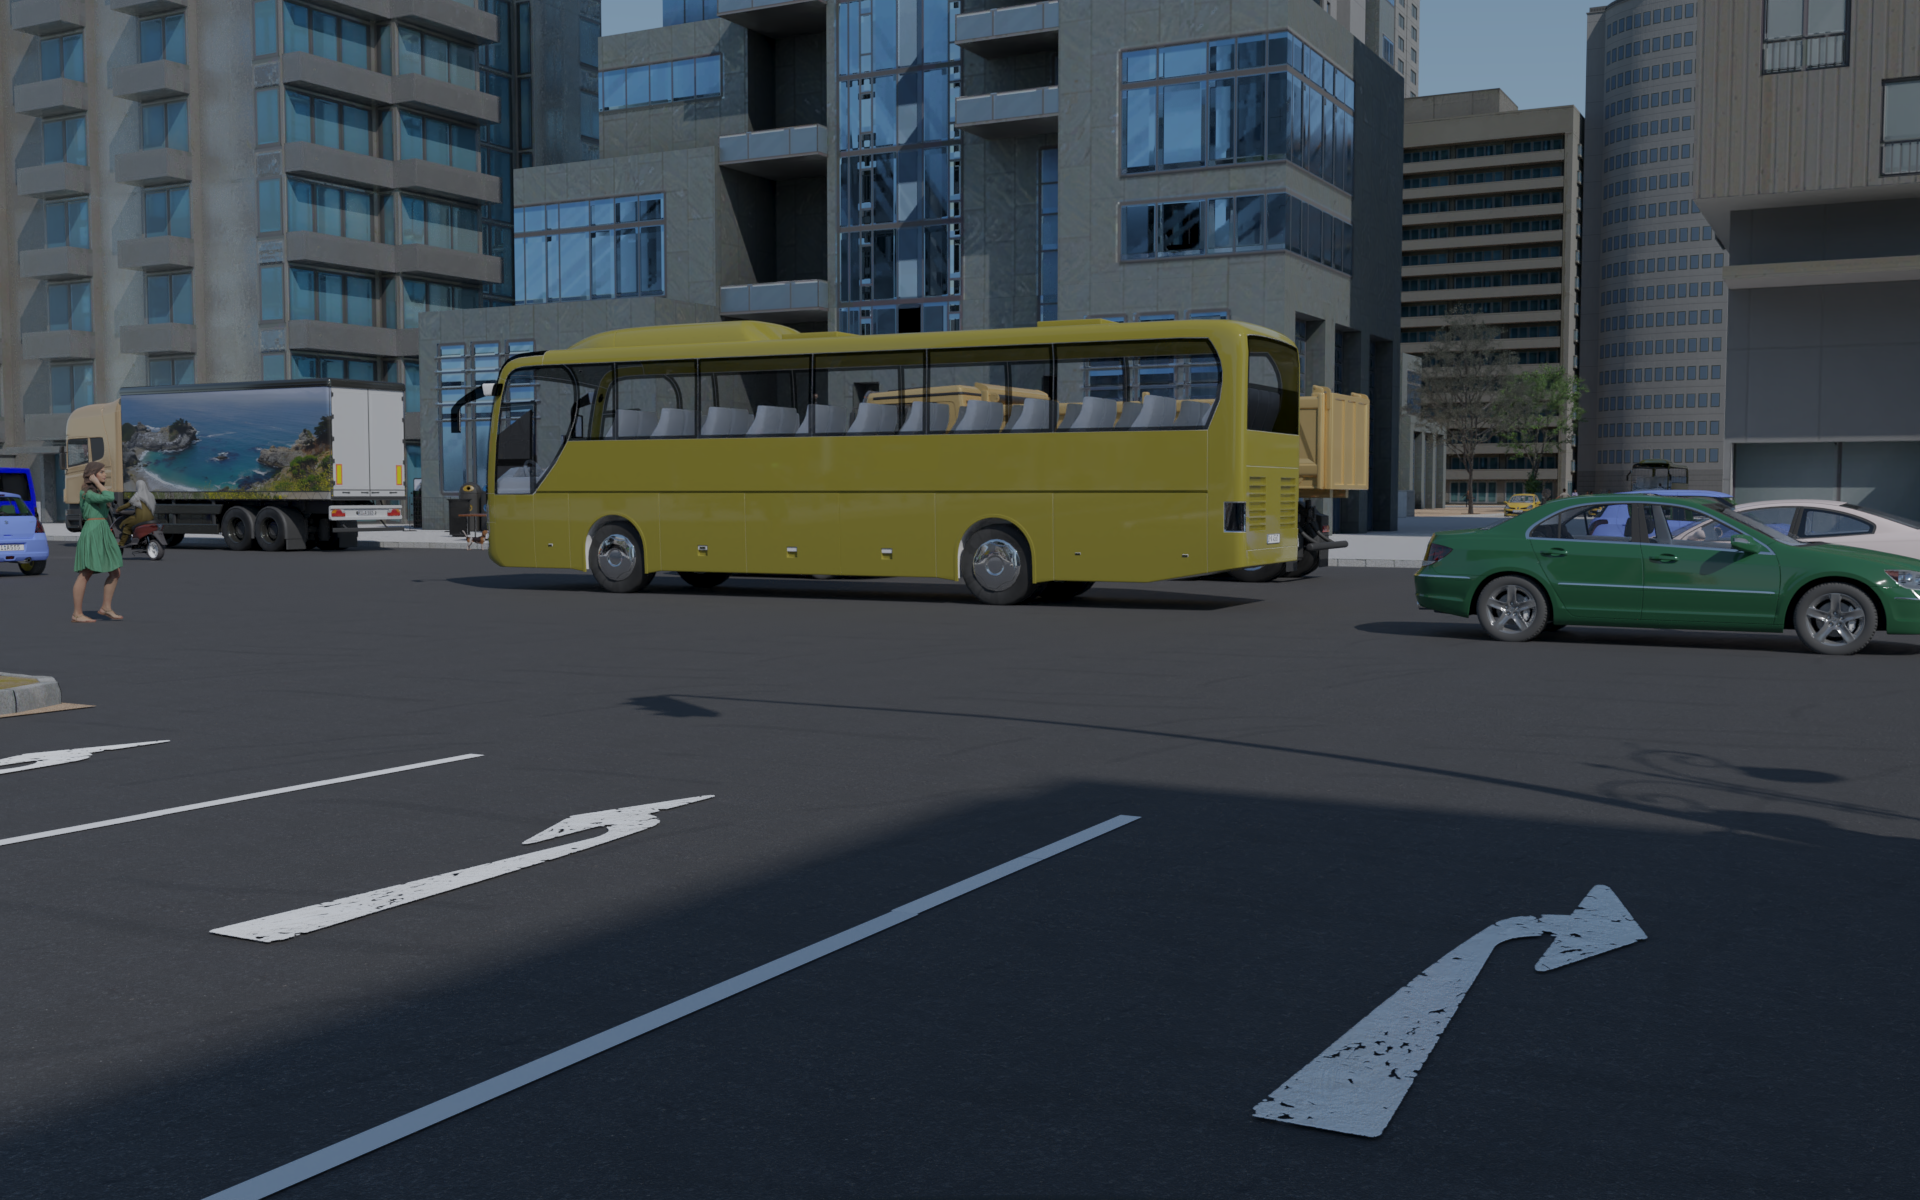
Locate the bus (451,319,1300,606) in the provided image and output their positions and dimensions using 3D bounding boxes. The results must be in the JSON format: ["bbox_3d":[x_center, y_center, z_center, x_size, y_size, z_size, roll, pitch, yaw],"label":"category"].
[{"bbox_3d":[-1.527,-2.012,24.443,12.252,3.916,2.896,2,4,27],"label":"bus"}]

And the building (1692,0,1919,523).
[{"bbox_3d":[36.078,-28.056,47.949,27.495,52.752,28.713,2,4,28],"label":"building"}]

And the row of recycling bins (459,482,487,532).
[{"bbox_3d":[-15.555,-3.167,58.894,3.534,1.692,1.069,2,4,26],"label":"row of recycling bins"}]

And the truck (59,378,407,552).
[{"bbox_3d":[-19.454,-3.457,45.440,11.283,4.237,2.839,2,4,29],"label":"truck"}]

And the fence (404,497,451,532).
[{"bbox_3d":[-18.045,-2.921,58.964,2.264,1.192,0.480,2,4,33],"label":"fence"}]

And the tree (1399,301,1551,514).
[{"bbox_3d":[32.636,-12.255,110.738,12.009,13.543,11.850,0,3,0],"label":"tree"}]

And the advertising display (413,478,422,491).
[{"bbox_3d":[-21.378,-3.910,69.141,0.974,1.923,0.123,1,4,22],"label":"advertising display"}]

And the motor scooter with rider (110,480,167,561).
[{"bbox_3d":[-17.887,-1.754,37.641,1.986,1.779,0.876,2,4,30],"label":"motor scooter with rider"}]

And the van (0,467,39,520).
[{"bbox_3d":[-24.081,-2.224,40.743,5.245,2.365,2.240,2,4,30],"label":"van"}]

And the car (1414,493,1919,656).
[{"bbox_3d":[6.954,-0.308,16.840,4.920,1.459,2.131,2,4,30],"label":"car"}]

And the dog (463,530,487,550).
[{"bbox_3d":[-12.389,-1.532,44.331,0.406,0.507,0.540,3,4,38],"label":"dog"}]

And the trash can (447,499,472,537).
[{"bbox_3d":[-14.940,-2.449,51.703,0.748,1.137,0.748,0,3,0],"label":"trash can"}]

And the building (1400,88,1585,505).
[{"bbox_3d":[64.782,-35.878,210.303,21.600,48.544,21.300,2,4,28],"label":"building"}]

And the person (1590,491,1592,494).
[{"bbox_3d":[62.307,-9.879,170.711,0.721,1.739,1.217,-1,4,-10],"label":"person"}]

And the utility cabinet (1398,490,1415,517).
[{"bbox_3d":[24.903,-5.388,96.767,1.173,1.500,0.318,-2,4,-33],"label":"utility cabinet"}]

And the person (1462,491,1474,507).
[{"bbox_3d":[55.341,-11.019,188.680,1.348,1.821,0.705,1,4,13],"label":"person"}]

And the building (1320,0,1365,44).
[{"bbox_3d":[14.102,-35.422,121.153,21.231,58.520,28.212,2,4,28],"label":"building"}]

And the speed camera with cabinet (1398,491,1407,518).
[{"bbox_3d":[23.263,-6.087,93.851,2.038,3.252,0.660,-2,4,-27],"label":"speed camera with cabinet"}]

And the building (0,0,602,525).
[{"bbox_3d":[-33.651,-28.303,82.355,30.456,49.044,23.786,2,4,28],"label":"building"}]

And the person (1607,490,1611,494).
[{"bbox_3d":[61.536,-9.527,164.197,1.348,1.831,0.705,2,4,28],"label":"person"}]

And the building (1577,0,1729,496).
[{"bbox_3d":[86.038,-40.038,196.625,28.212,58.520,21.231,2,4,28],"label":"building"}]

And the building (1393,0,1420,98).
[{"bbox_3d":[44.792,-47.716,218.414,20.611,71.187,20.563,2,4,28],"label":"building"}]

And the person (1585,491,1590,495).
[{"bbox_3d":[59.834,-9.547,165.282,1.217,1.739,0.721,3,5,41],"label":"person"}]

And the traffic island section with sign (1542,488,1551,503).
[{"bbox_3d":[41.213,-6.922,121.809,1.989,1.847,2.006,2,4,28],"label":"traffic island section with sign"}]

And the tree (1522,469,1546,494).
[{"bbox_3d":[42.841,-8.263,129.703,1.663,3.219,1.824,0,3,0],"label":"tree"}]

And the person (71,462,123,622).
[{"bbox_3d":[-9.697,-0.653,19.422,0.529,1.795,0.600,-1,4,-17],"label":"person"}]

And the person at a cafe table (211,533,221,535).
[{"bbox_3d":[-22.919,-2.689,54.821,1.726,1.238,1.698,1,4,18],"label":"person at a cafe table"}]

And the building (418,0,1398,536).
[{"bbox_3d":[-0.237,-45.807,61.611,31.000,86.520,22.319,2,4,28],"label":"building"}]

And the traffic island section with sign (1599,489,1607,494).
[{"bbox_3d":[54.075,-8.383,145.691,1.989,1.847,2.006,2,4,28],"label":"traffic island section with sign"}]

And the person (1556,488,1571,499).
[{"bbox_3d":[40.859,-6.646,117.168,1.348,1.824,0.705,0,4,-2],"label":"person"}]

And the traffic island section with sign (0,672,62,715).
[{"bbox_3d":[-7.168,-0.199,11.390,2.006,1.907,1.989,2,4,28],"label":"traffic island section with sign"}]

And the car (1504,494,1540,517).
[{"bbox_3d":[32.592,-5.504,100.214,2.015,1.641,3.980,2,4,27],"label":"car"}]

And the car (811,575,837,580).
[{"bbox_3d":[-2.999,-1.250,30.231,4.222,1.686,2.009,2,4,28],"label":"car"}]

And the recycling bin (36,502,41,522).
[{"bbox_3d":[-30.667,-2.704,56.757,0.722,1.027,0.722,1,4,17],"label":"recycling bin"}]

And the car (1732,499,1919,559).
[{"bbox_3d":[9.653,-0.520,20.863,4.827,1.381,2.083,2,4,29],"label":"car"}]

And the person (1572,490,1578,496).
[{"bbox_3d":[60.557,-9.918,170.528,0.709,1.838,0.599,0,4,5],"label":"person"}]

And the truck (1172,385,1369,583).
[{"bbox_3d":[2.075,-2.124,30.653,9.791,3.379,3.469,2,4,28],"label":"truck"}]

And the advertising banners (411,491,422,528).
[{"bbox_3d":[-20.166,-4.276,66.102,0.090,3.025,2.074,2,4,28],"label":"advertising banners"}]

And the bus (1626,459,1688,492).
[{"bbox_3d":[50.113,-8.102,124.022,2.896,3.916,12.252,2,4,29],"label":"bus"}]

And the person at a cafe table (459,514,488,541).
[{"bbox_3d":[-12.887,-2.417,48.040,1.622,1.524,1.698,0,4,-3],"label":"person at a cafe table"}]

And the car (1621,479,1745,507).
[{"bbox_3d":[11.988,-1.118,27.865,3.694,1.707,1.945,2,4,27],"label":"car"}]

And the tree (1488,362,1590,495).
[{"bbox_3d":[45.021,-12.816,135.290,9.928,11.665,9.643,0,3,0],"label":"tree"}]

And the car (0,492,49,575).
[{"bbox_3d":[-17.864,-1.284,30.583,3.694,1.707,1.945,2,4,30],"label":"car"}]
